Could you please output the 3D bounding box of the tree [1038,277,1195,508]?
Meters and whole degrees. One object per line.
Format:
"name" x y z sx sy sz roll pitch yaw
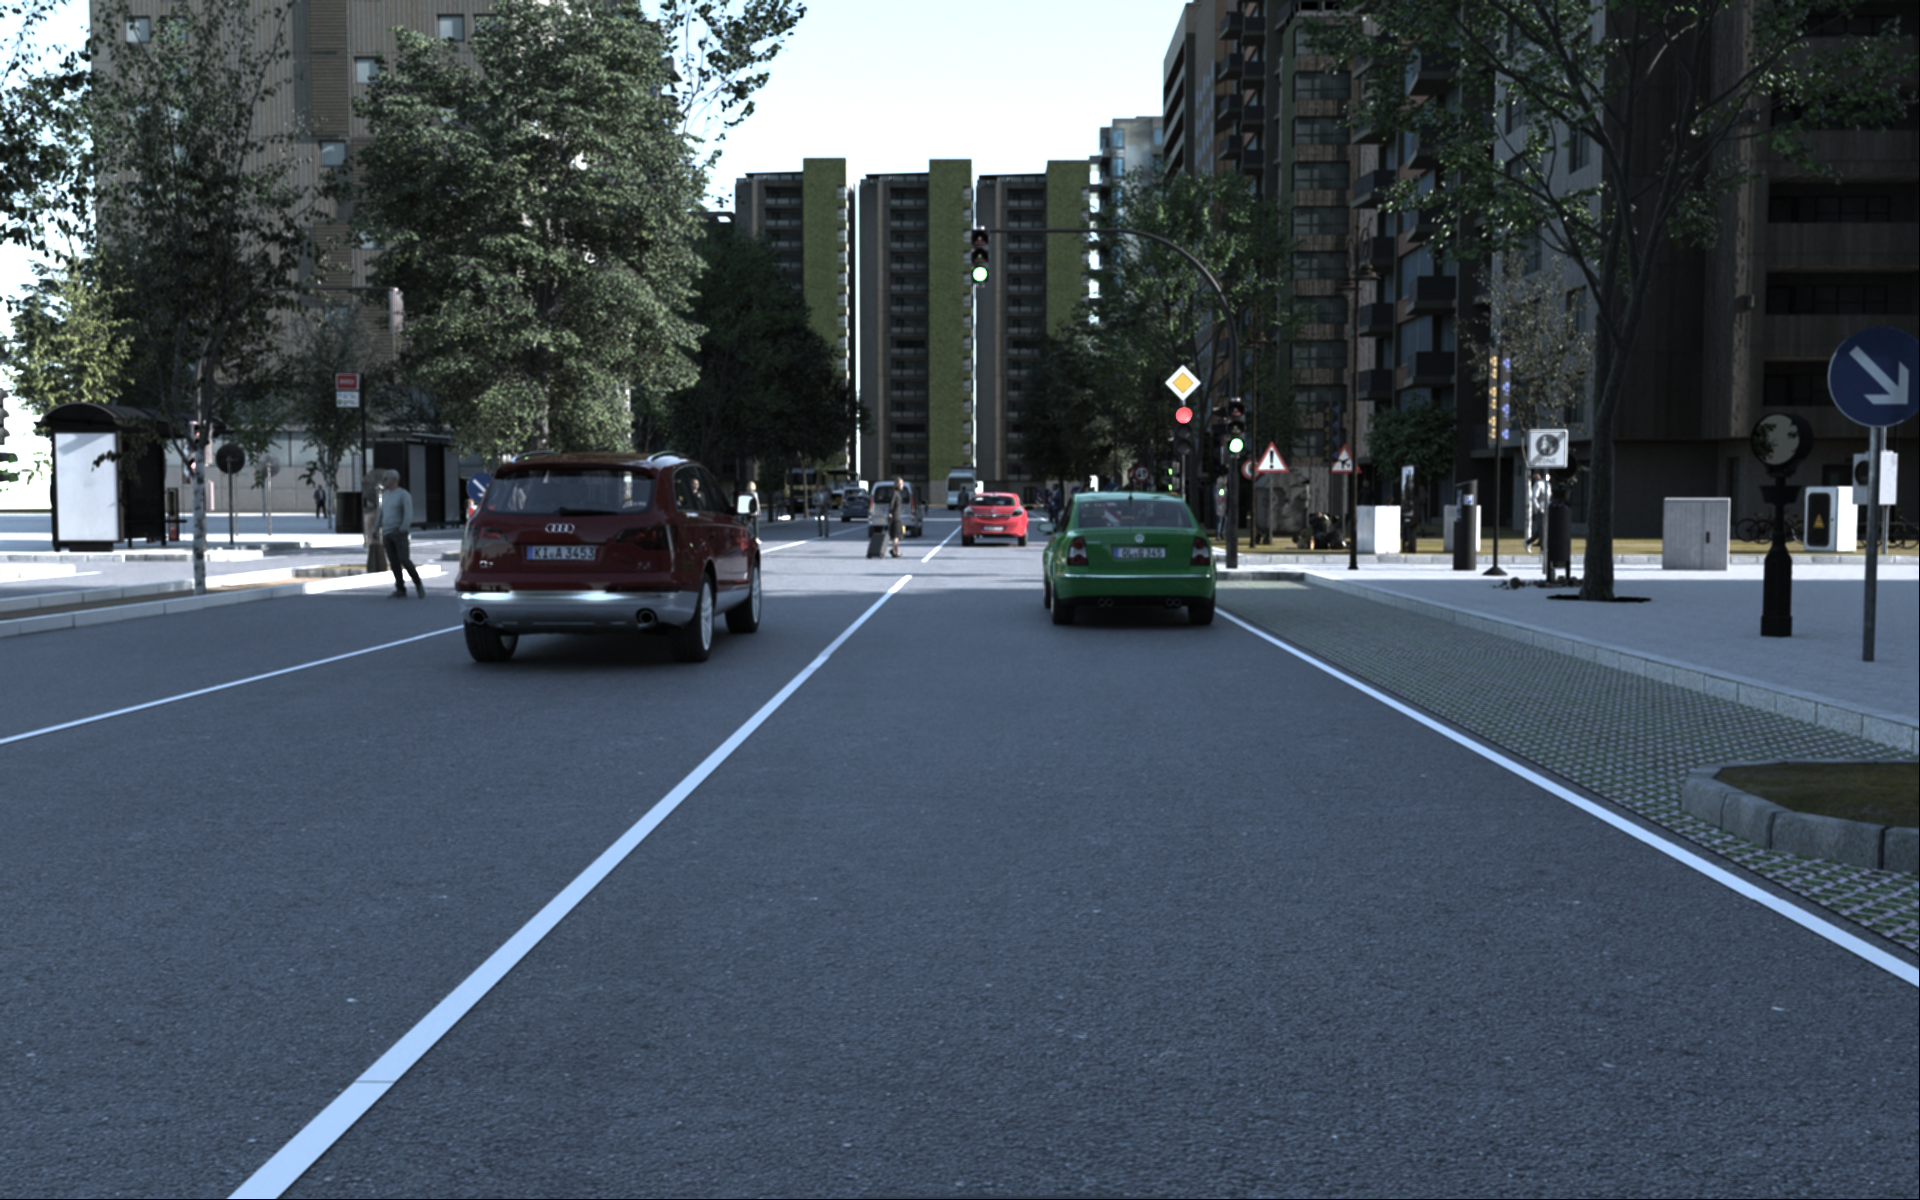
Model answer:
"tree" 9.278 -11.949 102.014 9.857 13.997 8.962 0 3 0

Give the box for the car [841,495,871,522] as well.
"car" -5.170 -4.748 89.634 2.014 1.417 4.499 0 4 1

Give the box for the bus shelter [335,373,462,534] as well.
"bus shelter" -19.570 -5.051 60.209 2.179 5.291 8.768 0 4 1

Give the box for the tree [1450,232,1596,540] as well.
"tree" 15.130 -5.844 45.912 4.360 8.622 3.978 0 3 0

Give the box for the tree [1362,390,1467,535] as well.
"tree" 14.336 -4.335 54.585 4.285 4.588 4.351 0 3 0

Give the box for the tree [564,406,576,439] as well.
"tree" -18.924 -7.750 77.071 4.360 8.622 3.978 0 3 0

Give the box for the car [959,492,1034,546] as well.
"car" 1.009 -2.443 48.978 2.155 1.783 4.494 0 4 3

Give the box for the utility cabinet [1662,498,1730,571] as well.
"utility cabinet" 12.432 -1.107 29.256 1.020 1.237 0.306 2 4 27

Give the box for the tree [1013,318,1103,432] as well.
"tree" 11.749 -20.052 183.743 12.611 20.169 13.585 0 3 0

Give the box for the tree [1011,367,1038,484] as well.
"tree" 9.293 -15.432 158.963 9.857 13.997 8.962 0 3 0

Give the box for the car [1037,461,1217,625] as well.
"car" 1.911 -0.710 20.398 1.959 1.807 4.718 0 4 1

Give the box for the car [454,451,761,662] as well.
"car" -3.136 -0.468 16.325 2.281 1.827 5.304 0 4 1

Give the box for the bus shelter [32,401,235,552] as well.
"bus shelter" -19.156 -2.852 40.552 2.014 3.302 5.546 0 4 1

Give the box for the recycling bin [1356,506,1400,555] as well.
"recycling bin" 8.909 -1.498 37.052 0.722 1.027 0.722 -2 4 -26

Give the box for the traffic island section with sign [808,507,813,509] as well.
"traffic island section with sign" -13.824 -9.692 167.088 1.989 1.847 2.006 0 4 1

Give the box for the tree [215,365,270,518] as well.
"tree" -37.900 -8.751 93.445 4.737 8.622 4.395 0 3 0

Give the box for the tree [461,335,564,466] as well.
"tree" -18.745 -7.409 71.496 4.360 8.622 3.978 0 3 0

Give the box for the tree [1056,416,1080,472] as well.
"tree" 8.751 -10.358 119.713 4.360 8.622 3.978 0 3 0

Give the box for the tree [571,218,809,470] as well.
"tree" -9.440 -8.325 64.326 9.928 11.665 9.643 0 3 0

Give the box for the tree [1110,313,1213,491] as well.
"tree" 8.117 -7.363 70.751 4.737 8.622 4.395 0 3 0

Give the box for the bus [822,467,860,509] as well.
"bus" -11.310 -10.537 163.826 2.896 3.916 12.252 0 4 2

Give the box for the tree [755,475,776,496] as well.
"tree" -17.392 -9.895 156.385 1.663 3.219 1.824 0 3 0

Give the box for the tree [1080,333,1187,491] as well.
"tree" 8.305 -7.822 78.253 4.360 8.622 3.978 0 3 0

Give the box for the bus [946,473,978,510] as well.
"bus" 0.169 -10.061 159.350 2.948 3.499 13.247 0 4 1

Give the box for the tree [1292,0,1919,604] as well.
"tree" 7.860 -5.795 20.505 9.928 11.665 9.643 0 3 0

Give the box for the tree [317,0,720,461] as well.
"tree" -10.233 -8.104 41.606 9.857 13.997 8.962 0 3 0

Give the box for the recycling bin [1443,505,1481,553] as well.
"recycling bin" 11.105 -1.575 38.309 0.722 1.027 0.722 1 4 21

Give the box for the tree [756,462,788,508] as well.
"tree" -17.328 -11.119 165.504 4.285 4.588 4.351 0 3 0

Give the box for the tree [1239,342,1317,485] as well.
"tree" 15.245 -8.117 83.068 4.737 8.622 4.395 0 3 0

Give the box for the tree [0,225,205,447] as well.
"tree" -40.853 -10.774 82.804 9.857 13.997 8.962 0 3 0

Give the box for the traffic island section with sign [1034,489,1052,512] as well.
"traffic island section with sign" 6.944 -8.009 139.570 1.989 1.847 2.006 0 4 1

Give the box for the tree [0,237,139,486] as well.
"tree" -25.407 -6.070 49.608 4.737 8.622 4.395 0 3 0

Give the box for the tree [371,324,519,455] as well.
"tree" -26.337 -9.451 88.929 8.767 10.594 7.601 -3 4 -37

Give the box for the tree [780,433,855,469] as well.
"tree" -16.040 -16.651 182.613 12.009 13.543 11.850 0 3 0

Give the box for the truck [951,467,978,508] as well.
"truck" 0.418 -11.843 182.541 2.839 4.237 11.283 0 4 2

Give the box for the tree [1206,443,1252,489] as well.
"tree" 16.299 -7.373 104.261 4.285 4.588 4.351 0 3 0

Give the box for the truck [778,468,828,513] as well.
"truck" -11.615 -8.249 130.792 3.469 3.379 9.791 0 4 0

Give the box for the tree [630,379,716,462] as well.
"tree" -17.577 -10.662 108.741 8.767 10.594 7.601 0 4 2

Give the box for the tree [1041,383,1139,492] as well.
"tree" 9.436 -11.906 129.072 7.601 10.594 8.767 2 4 35

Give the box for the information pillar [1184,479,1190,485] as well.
"information pillar" 10.819 -4.758 82.282 0.304 2.012 0.304 1 4 21

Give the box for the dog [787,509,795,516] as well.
"dog" -10.305 -5.281 105.630 0.406 0.507 0.540 0 3 0

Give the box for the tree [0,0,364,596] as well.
"tree" -10.279 -4.316 23.385 4.360 8.622 3.978 0 3 0

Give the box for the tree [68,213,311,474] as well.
"tree" -25.397 -7.491 56.889 8.767 10.594 7.601 0 4 7

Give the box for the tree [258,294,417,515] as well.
"tree" -38.405 -11.988 106.365 12.009 13.543 11.850 0 3 0

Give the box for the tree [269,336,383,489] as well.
"tree" -29.170 -7.958 80.472 4.737 8.622 4.395 0 3 0

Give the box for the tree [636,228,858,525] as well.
"tree" -9.322 -9.461 74.144 9.611 12.733 9.660 0 3 0

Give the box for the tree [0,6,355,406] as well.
"tree" -32.481 -12.908 66.931 12.611 20.169 13.585 0 3 0

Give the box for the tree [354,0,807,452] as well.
"tree" -11.328 -11.890 52.754 12.611 20.169 13.585 0 3 0

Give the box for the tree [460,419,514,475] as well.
"tree" -27.512 -9.224 101.175 4.737 8.622 4.395 0 3 0

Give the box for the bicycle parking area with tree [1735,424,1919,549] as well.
"bicycle parking area with tree" 24.076 -3.390 42.431 9.016 4.147 8.231 1 4 22

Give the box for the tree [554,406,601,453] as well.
"tree" -24.211 -9.776 110.207 4.737 8.622 4.395 0 3 0

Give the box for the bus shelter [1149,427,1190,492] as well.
"bus shelter" 10.807 -6.922 90.806 2.179 5.291 8.768 0 4 1

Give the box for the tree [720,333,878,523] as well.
"tree" -8.813 -9.954 99.617 8.767 10.594 7.601 0 4 1
